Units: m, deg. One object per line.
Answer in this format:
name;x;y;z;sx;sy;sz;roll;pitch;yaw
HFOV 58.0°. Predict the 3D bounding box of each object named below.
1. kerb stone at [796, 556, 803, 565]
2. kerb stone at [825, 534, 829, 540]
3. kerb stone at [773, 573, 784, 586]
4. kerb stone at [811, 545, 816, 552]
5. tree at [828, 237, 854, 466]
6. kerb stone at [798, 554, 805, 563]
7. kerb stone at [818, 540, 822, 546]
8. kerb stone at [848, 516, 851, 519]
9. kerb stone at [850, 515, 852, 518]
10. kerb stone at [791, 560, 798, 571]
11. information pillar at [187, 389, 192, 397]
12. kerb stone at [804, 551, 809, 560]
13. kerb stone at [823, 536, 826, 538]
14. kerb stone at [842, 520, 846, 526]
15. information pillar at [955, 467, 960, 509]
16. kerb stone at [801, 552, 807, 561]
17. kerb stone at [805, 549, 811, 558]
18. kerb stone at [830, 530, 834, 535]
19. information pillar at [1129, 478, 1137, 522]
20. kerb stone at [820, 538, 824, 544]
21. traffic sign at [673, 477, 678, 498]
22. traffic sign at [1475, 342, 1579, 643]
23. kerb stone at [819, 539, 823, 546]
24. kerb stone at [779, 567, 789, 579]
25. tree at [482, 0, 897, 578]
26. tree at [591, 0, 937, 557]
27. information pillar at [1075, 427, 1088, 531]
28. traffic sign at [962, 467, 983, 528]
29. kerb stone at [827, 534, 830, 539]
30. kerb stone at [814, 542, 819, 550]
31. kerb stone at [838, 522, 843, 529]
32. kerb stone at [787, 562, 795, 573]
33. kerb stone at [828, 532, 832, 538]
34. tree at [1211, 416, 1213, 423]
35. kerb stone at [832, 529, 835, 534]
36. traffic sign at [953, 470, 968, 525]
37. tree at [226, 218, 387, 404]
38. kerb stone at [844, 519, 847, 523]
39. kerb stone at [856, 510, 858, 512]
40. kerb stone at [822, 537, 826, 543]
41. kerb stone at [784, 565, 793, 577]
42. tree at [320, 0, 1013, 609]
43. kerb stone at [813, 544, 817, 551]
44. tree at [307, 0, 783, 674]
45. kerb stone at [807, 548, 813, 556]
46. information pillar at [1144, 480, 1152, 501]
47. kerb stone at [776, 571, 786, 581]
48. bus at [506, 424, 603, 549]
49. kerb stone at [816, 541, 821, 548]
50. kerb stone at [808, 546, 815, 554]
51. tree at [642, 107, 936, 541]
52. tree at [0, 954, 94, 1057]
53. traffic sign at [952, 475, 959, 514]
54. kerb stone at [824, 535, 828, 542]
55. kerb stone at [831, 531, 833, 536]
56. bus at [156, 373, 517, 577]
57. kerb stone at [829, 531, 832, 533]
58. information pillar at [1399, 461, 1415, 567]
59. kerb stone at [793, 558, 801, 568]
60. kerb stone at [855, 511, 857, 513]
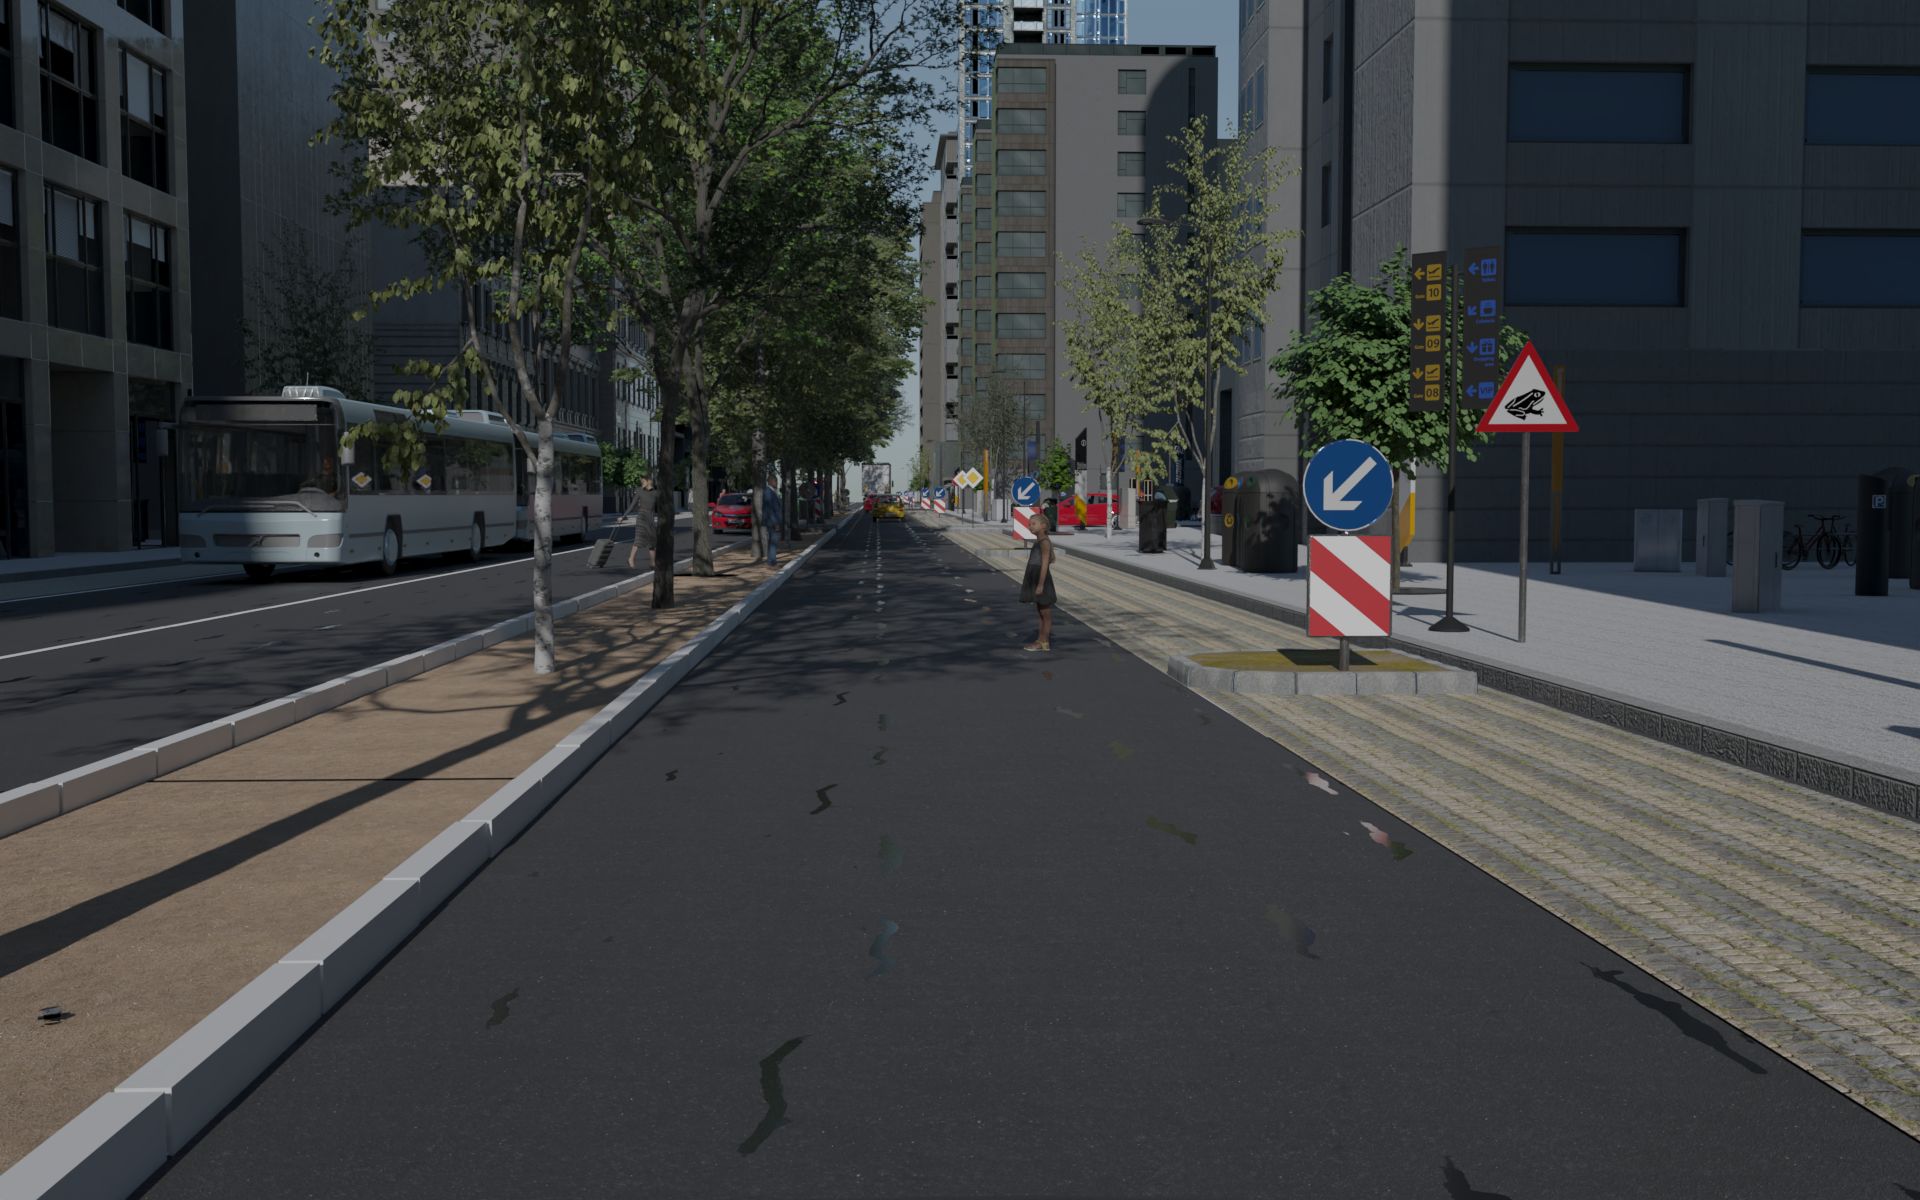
kerb stone;-3.206;-0.718;33.940;0.120;0.150;1.000;0;4;-3
kerb stone;-4.040;-1.784;51.360;0.120;0.150;1.000;0;4;-3
kerb stone;-2.855;-0.280;26.773;0.120;0.150;1.000;0;4;-3
kerb stone;-3.550;-1.157;41.117;0.120;0.150;1.000;0;4;-3
tree;-4.526;-5.634;44.932;4.737;8.622;4.395;0;3;0
kerb stone;-3.256;-0.779;34.966;0.120;0.150;1.000;0;4;-3
kerb stone;-3.744;-1.408;45.221;0.120;0.150;1.000;0;4;-3
kerb stone;-5.940;-4.195;90.783;0.120;0.150;1.000;0;4;-3
kerb stone;-6.132;-4.443;94.872;0.120;0.150;1.000;0;4;-3
kerb stone;-3.113;-0.593;31.896;0.120;0.150;1.000;0;4;-3
information pillar;-17.186;-2.897;38.724;0.183;3.616;0.504;-2;4;-26
kerb stone;-3.360;-0.907;37.020;0.120;0.150;1.000;0;4;-3
kerb stone;-3.950;-1.655;49.309;0.120;0.150;1.000;0;4;-3
kerb stone;-5.299;-3.372;77.472;0.120;0.150;1.000;0;4;-3
information pillar;-0.233;-9.519;146.984;0.504;3.616;0.183;-2;4;-33
kerb stone;-3.307;-0.844;35.991;0.120;0.150;1.000;0;4;-3
kerb stone;-3.401;-0.965;38.042;0.120;0.150;1.000;0;4;-3
kerb stone;-4.339;-2.159;57.508;0.120;0.150;1.000;0;4;-3
information pillar;7.928;-4.579;79.356;0.304;2.012;0.304;-1;4;-19
kerb stone;-3.855;-1.531;47.267;0.120;0.150;1.000;0;4;-3
traffic sign;-21.007;-7.749;126.804;0.768;2.556;0.104;0;4;3
traffic sign;4.847;-0.909;14.870;0.884;2.594;0.081;0;4;-1
kerb stone;-3.800;-1.471;46.246;0.120;0.150;1.000;0;4;-3
kerb stone;-2.969;-0.406;28.832;0.120;0.150;1.000;0;4;-3
tree;-4.556;-6.208;29.716;9.928;11.665;9.643;0;3;0
tree;-4.409;-7.212;38.495;7.486;12.596;7.792;0;3;0
information pillar;4.239;-4.234;60.574;0.504;3.616;0.183;-3;4;-38
traffic sign;0.483;-3.744;64.851;0.795;2.450;0.064;0;4;-3
kerb stone;-4.093;-1.844;52.381;0.120;0.150;1.000;0;4;-3
kerb stone;-3.650;-1.283;43.167;0.120;0.150;1.000;0;4;-3
kerb stone;-5.045;-3.067;72.354;0.120;0.150;1.000;0;4;-3
kerb stone;-3.066;-0.531;30.874;0.120;0.150;1.000;0;4;-3
kerb stone;-4.190;-1.972;54.438;0.120;0.150;1.000;0;4;-3
tree;17.001;-9.463;105.082;4.360;8.622;3.978;0;3;0
kerb stone;-4.382;-2.222;58.529;0.120;0.150;1.000;0;4;-3
traffic sign;0.101;-4.231;72.826;0.795;2.450;0.064;0;4;-3
tree;-17.188;-5.862;46.211;4.360;8.622;3.978;0;3;0
kerb stone;-5.393;-3.506;79.513;0.120;0.150;1.000;0;4;-3
kerb stone;-7.352;-6.011;120.482;0.120;0.150;1.000;0;4;-3
kerb stone;-3.890;-1.590;48.289;0.120;0.150;1.000;0;4;-3
kerb stone;-3.008;-0.464;29.854;0.120;0.150;1.000;0;4;-3
tree;-3.712;-5.141;20.931;8.767;10.594;7.601;0;4;-3
kerb stone;-3.608;-1.217;42.138;0.120;0.150;1.000;0;4;-3
tree;-3.360;-3.728;13.770;4.737;8.622;4.395;0;3;0
kerb stone;-3.452;-1.028;39.063;0.120;0.150;1.000;0;4;-3
information pillar;9.912;-5.306;91.241;0.304;2.012;0.304;-3;4;-36
kerb stone;-2.914;-0.335;27.797;0.120;0.150;1.000;0;4;-3
bus;-12.051;-3.211;47.354;2.948;3.499;13.247;0;4;-3
kerb stone;-3.698;-1.344;44.197;0.120;0.150;1.000;0;4;-3
kerb stone;-3.500;-1.094;40.090;0.120;0.150;1.000;0;4;-3
tree;-5.143;-8.756;52.265;9.857;13.997;8.962;0;3;0
tree;-3.044;-5.598;4.352;12.009;13.543;11.850;0;3;0
traffic sign;-0.143;-6.982;114.260;0.768;2.556;0.104;0;4;1
kerb stone;-3.998;-1.721;50.330;0.120;0.150;1.000;0;4;-3
kerb stone;-4.292;-2.097;56.487;0.120;0.150;1.000;0;4;-3
bus;-11.198;-2.322;32.832;2.948;3.499;13.247;0;4;-2
kerb stone;-4.240;-2.034;55.459;0.120;0.150;1.000;0;4;-3
information pillar;7.869;-2.393;30.480;0.183;3.616;0.504;-1;4;-10
kerb stone;-3.162;-0.651;32.917;0.120;0.150;1.000;0;4;-3
kerb stone;-7.159;-5.760;116.378;0.120;0.150;1.000;0;4;-3
